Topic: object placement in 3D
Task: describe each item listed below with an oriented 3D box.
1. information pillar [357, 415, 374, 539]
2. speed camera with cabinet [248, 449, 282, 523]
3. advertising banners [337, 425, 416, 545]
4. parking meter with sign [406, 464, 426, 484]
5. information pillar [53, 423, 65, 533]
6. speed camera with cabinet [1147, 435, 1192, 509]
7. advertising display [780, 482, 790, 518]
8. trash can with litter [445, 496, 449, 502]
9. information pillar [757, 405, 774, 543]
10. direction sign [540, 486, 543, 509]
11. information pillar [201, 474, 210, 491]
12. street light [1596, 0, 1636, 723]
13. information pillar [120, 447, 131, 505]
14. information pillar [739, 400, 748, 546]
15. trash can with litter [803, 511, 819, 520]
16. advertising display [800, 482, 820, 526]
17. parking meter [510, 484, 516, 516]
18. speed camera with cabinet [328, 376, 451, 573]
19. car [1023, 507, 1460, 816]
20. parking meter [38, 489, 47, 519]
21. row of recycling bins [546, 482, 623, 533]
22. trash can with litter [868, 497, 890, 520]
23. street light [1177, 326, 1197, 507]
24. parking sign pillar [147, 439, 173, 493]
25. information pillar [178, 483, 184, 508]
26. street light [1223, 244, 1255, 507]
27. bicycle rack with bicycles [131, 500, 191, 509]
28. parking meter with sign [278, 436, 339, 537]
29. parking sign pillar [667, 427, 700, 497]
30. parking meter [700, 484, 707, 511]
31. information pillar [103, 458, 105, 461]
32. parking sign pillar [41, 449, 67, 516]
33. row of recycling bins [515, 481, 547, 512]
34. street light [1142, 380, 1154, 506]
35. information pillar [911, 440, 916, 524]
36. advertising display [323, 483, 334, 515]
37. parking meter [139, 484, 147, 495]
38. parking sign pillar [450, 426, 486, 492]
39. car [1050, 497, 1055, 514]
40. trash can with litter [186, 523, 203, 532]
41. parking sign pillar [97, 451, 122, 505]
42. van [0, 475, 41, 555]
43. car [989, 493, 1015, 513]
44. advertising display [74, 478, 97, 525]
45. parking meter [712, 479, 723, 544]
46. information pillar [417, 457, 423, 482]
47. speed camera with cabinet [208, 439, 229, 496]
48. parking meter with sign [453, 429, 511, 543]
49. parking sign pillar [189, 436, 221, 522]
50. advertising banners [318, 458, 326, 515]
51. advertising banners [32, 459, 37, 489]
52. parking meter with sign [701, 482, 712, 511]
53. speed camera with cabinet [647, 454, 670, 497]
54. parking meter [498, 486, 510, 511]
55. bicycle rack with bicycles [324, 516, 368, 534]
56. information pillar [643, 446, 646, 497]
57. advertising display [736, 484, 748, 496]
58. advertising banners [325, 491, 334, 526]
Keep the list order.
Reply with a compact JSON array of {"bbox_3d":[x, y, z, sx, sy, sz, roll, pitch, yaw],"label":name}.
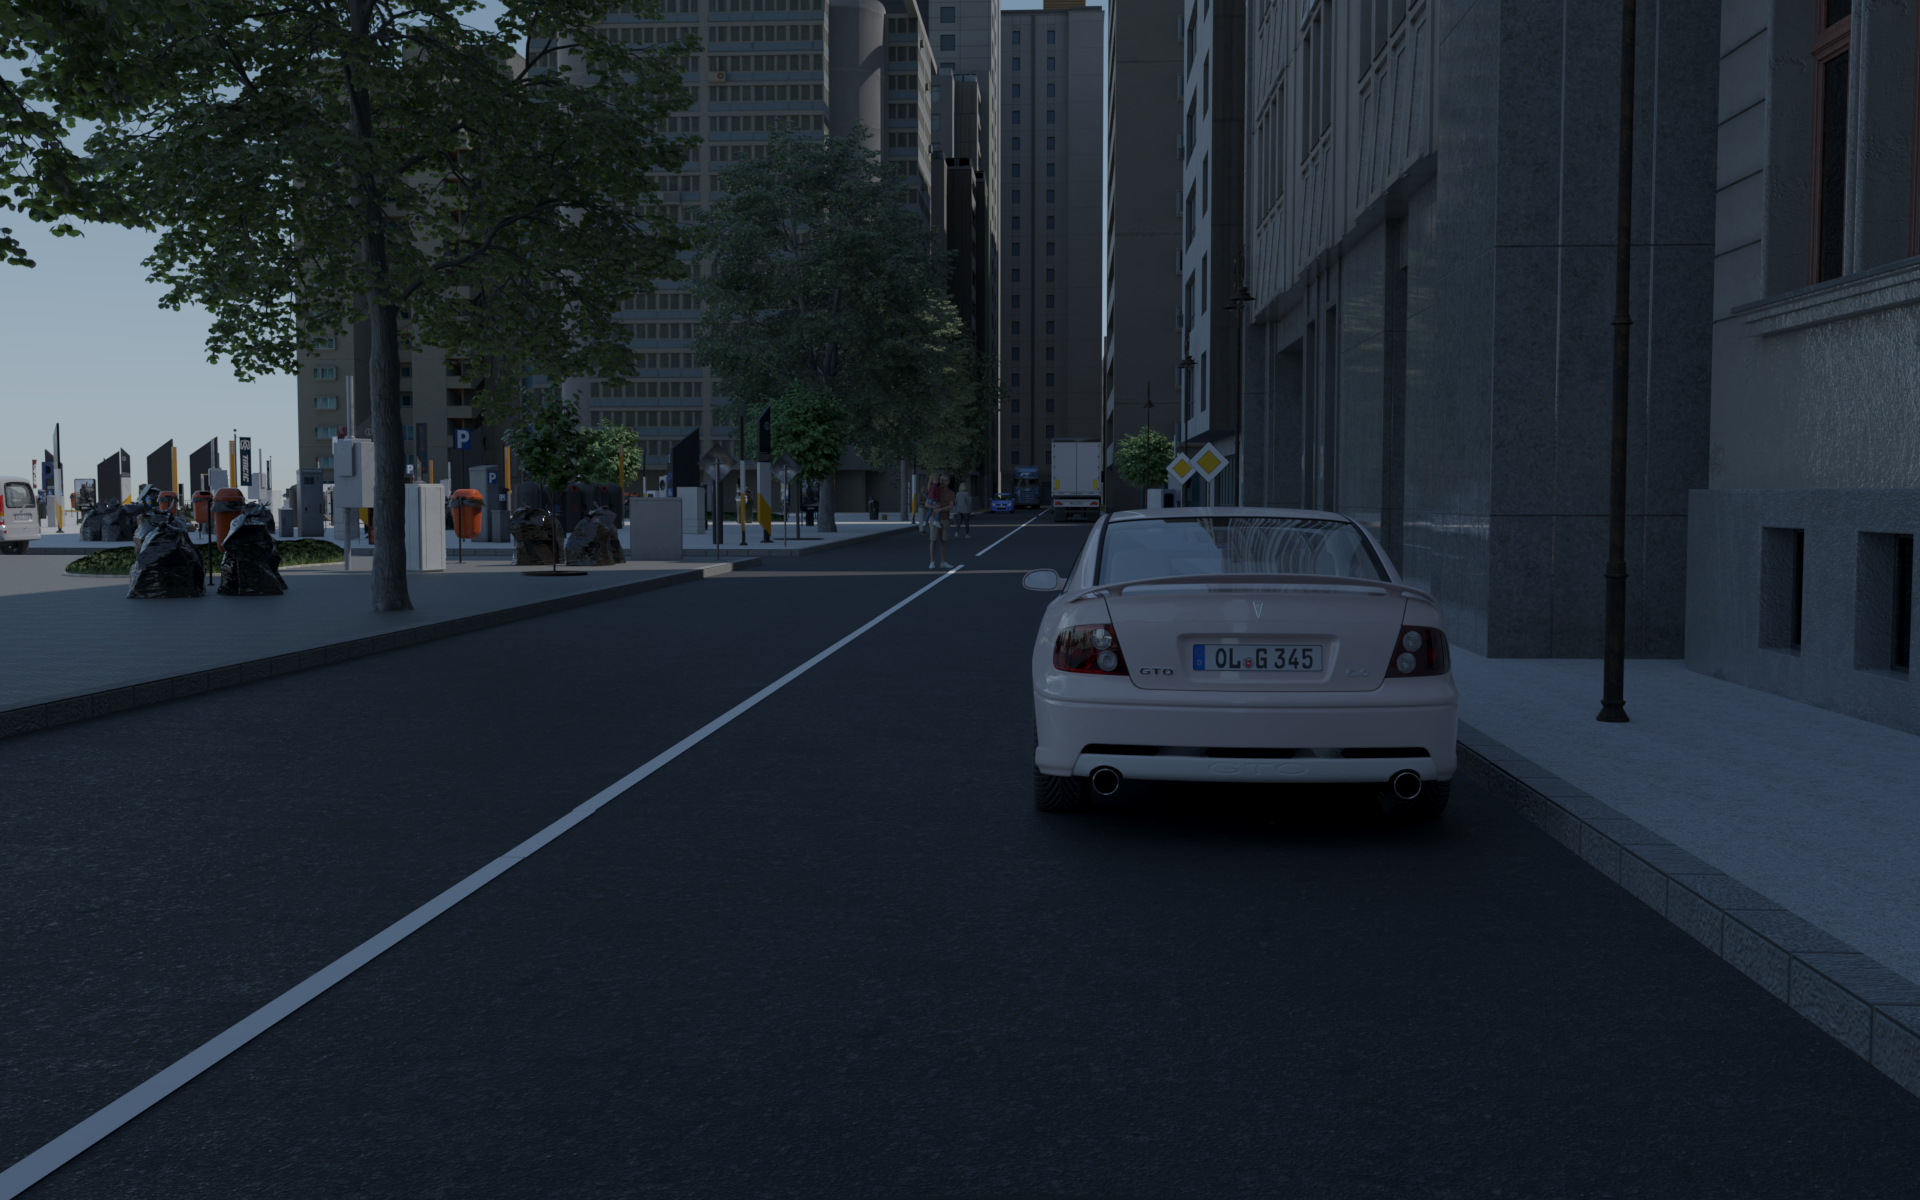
[{"bbox_3d":[-17.093,-3.585,49.971,0.504,3.616,0.183,0,4,-5],"label":"information pillar"},{"bbox_3d":[-30.479,-4.990,75.921,0.660,3.252,2.038,0,4,5],"label":"speed camera with cabinet"},{"bbox_3d":[-14.698,-2.907,43.724,2.074,3.025,0.090,0,4,6],"label":"advertising banners"},{"bbox_3d":[-32.057,-6.520,102.855,0.543,3.016,1.738,1,4,22],"label":"parking meter with sign"},{"bbox_3d":[-29.781,-4.025,57.161,0.183,3.616,0.504,-3,5,-41],"label":"information pillar"},{"bbox_3d":[6.964,-3.858,57.407,0.660,3.252,2.038,3,4,36],"label":"speed camera with cabinet"},{"bbox_3d":[-9.463,-5.419,93.822,0.123,1.923,0.974,-2,4,-31],"label":"advertising display"},{"bbox_3d":[-20.022,-3.404,66.718,1.678,1.210,2.233,0,4,-3],"label":"trash can with litter"},{"bbox_3d":[-5.128,-3.306,45.407,0.183,3.616,0.504,2,4,32],"label":"information pillar"},{"bbox_3d":[-10.455,-3.134,43.235,0.379,3.537,0.876,0,4,-8],"label":"direction sign"},{"bbox_3d":[-27.665,-3.616,63.615,0.304,2.012,0.304,-2,4,-35],"label":"information pillar"},{"bbox_3d":[3.693,-2.253,9.620,0.468,5.910,1.993,0,4,4],"label":"street light"},{"bbox_3d":[-41.895,-5.849,86.985,0.183,3.616,0.504,2,4,31],"label":"information pillar"},{"bbox_3d":[-5.399,-3.163,43.063,0.183,3.616,0.504,0,4,-3],"label":"information pillar"},{"bbox_3d":[-7.521,-4.709,88.051,1.678,1.210,2.233,2,4,34],"label":"trash can with litter"},{"bbox_3d":[-5.969,-3.890,68.815,0.123,1.923,0.974,3,5,43],"label":"advertising display"},{"bbox_3d":[-26.109,-5.843,101.237,0.255,1.863,0.399,-3,4,-37],"label":"parking meter"},{"bbox_3d":[-9.515,-2.112,28.870,2.038,3.252,0.660,2,4,30],"label":"speed camera with cabinet"},{"bbox_3d":[1.350,0.197,9.141,2.083,1.381,4.827,0,4,4],"label":"car"},{"bbox_3d":[-47.283,-4.942,89.209,0.372,1.533,0.369,0,3,0],"label":"parking meter"},{"bbox_3d":[-13.352,-3.384,62.440,1.069,1.692,3.534,1,4,20],"label":"row of recycling bins"},{"bbox_3d":[-4.001,-4.533,85.496,1.055,1.170,0.624,0,4,-1],"label":"trash can with litter"},{"bbox_3d":[6.243,-4.587,47.789,0.468,5.910,1.993,0,4,4],"label":"street light"},{"bbox_3d":[-38.885,-5.868,84.407,1.447,3.967,1.447,0,4,5],"label":"parking sign pillar"},{"bbox_3d":[-53.663,-7.025,119.342,0.304,2.012,0.304,-1,4,-12],"label":"information pillar"},{"bbox_3d":[5.173,-3.638,32.261,0.468,5.910,1.993,0,4,4],"label":"street light"},{"bbox_3d":[-47.563,-5.407,101.786,2.925,0.926,2.852,1,4,15],"label":"bicycle rack with bicycles"},{"bbox_3d":[-19.463,-3.397,51.799,1.738,3.016,0.543,-3,4,-36],"label":"parking meter with sign"},{"bbox_3d":[-11.098,-4.957,69.520,1.447,3.967,1.447,-3,5,-43],"label":"parking sign pillar"},{"bbox_3d":[-15.074,-5.876,101.784,0.255,1.863,0.399,2,4,32],"label":"parking meter"},{"bbox_3d":[-55.223,-7.380,112.014,0.504,3.616,0.183,3,5,41],"label":"information pillar"},{"bbox_3d":[-54.369,-7.052,103.765,1.447,3.967,1.447,1,4,22],"label":"parking sign pillar"},{"bbox_3d":[-16.003,-3.683,67.329,1.069,1.692,3.534,-3,4,-38],"label":"row of recycling bins"},{"bbox_3d":[7.649,-5.969,70.376,0.468,5.910,1.993,0,4,4],"label":"street light"},{"bbox_3d":[-1.983,-5.089,74.564,0.183,3.616,0.504,-1,4,-11],"label":"information pillar"},{"bbox_3d":[-37.535,-5.985,103.068,0.123,1.923,0.974,2,4,33],"label":"advertising display"},{"bbox_3d":[-45.359,-5.532,96.154,0.255,1.863,0.399,1,4,18],"label":"parking meter"},{"bbox_3d":[-19.462,-4.898,68.560,1.447,3.967,1.447,0,4,5],"label":"parking sign pillar"},{"bbox_3d":[7.627,-7.106,128.192,2.014,1.417,4.499,0,4,3],"label":"car"},{"bbox_3d":[-25.755,-2.888,58.603,1.055,1.170,0.624,-3,5,-40],"label":"trash can with litter"},{"bbox_3d":[-52.962,-7.302,107.857,1.447,3.967,1.447,-1,4,-13],"label":"parking sign pillar"},{"bbox_3d":[-23.135,-1.966,39.161,4.112,2.044,2.013,0,4,2],"label":"van"},{"bbox_3d":[3.180,-7.328,129.397,1.945,1.707,3.694,0,4,4],"label":"car"},{"bbox_3d":[-36.267,-4.075,71.834,0.974,1.923,0.123,1,4,14],"label":"advertising display"},{"bbox_3d":[-6.209,-2.364,44.370,0.255,1.863,0.399,-1,4,-12],"label":"parking meter"},{"bbox_3d":[-34.042,-7.206,109.179,0.504,3.616,0.183,3,5,40],"label":"information pillar"},{"bbox_3d":[-26.319,-4.117,61.651,0.660,3.252,2.038,-2,4,-27],"label":"speed camera with cabinet"},{"bbox_3d":[-12.658,-3.044,46.023,1.738,3.016,0.543,2,4,34],"label":"parking meter with sign"},{"bbox_3d":[-35.344,-5.668,81.138,1.447,3.967,1.447,0,4,0],"label":"parking sign pillar"},{"bbox_3d":[-31.059,-5.390,84.318,0.090,3.025,2.074,-1,4,-10],"label":"advertising banners"},{"bbox_3d":[-46.607,-5.532,86.641,0.090,3.025,2.074,0,4,-4],"label":"advertising banners"},{"bbox_3d":[-16.296,-7.042,111.397,1.738,3.016,0.543,-1,4,-9],"label":"parking meter with sign"},{"bbox_3d":[-14.884,-5.615,86.149,0.660,3.252,2.038,-3,4,-37],"label":"speed camera with cabinet"},{"bbox_3d":[-12.771,-2.447,48.412,0.372,1.533,0.369,0,3,0],"label":"parking meter"},{"bbox_3d":[-20.089,-2.606,55.991,2.852,0.926,2.925,0,4,-8],"label":"bicycle rack with bicycles"},{"bbox_3d":[-15.225,-5.645,83.650,0.183,3.616,0.504,0,4,-4],"label":"information pillar"},{"bbox_3d":[-13.350,-6.169,106.080,0.974,1.923,0.123,3,5,44],"label":"advertising display"},{"bbox_3d":[-25.002,-4.547,70.527,0.090,3.025,2.074,1,4,19],"label":"advertising banners"}]
